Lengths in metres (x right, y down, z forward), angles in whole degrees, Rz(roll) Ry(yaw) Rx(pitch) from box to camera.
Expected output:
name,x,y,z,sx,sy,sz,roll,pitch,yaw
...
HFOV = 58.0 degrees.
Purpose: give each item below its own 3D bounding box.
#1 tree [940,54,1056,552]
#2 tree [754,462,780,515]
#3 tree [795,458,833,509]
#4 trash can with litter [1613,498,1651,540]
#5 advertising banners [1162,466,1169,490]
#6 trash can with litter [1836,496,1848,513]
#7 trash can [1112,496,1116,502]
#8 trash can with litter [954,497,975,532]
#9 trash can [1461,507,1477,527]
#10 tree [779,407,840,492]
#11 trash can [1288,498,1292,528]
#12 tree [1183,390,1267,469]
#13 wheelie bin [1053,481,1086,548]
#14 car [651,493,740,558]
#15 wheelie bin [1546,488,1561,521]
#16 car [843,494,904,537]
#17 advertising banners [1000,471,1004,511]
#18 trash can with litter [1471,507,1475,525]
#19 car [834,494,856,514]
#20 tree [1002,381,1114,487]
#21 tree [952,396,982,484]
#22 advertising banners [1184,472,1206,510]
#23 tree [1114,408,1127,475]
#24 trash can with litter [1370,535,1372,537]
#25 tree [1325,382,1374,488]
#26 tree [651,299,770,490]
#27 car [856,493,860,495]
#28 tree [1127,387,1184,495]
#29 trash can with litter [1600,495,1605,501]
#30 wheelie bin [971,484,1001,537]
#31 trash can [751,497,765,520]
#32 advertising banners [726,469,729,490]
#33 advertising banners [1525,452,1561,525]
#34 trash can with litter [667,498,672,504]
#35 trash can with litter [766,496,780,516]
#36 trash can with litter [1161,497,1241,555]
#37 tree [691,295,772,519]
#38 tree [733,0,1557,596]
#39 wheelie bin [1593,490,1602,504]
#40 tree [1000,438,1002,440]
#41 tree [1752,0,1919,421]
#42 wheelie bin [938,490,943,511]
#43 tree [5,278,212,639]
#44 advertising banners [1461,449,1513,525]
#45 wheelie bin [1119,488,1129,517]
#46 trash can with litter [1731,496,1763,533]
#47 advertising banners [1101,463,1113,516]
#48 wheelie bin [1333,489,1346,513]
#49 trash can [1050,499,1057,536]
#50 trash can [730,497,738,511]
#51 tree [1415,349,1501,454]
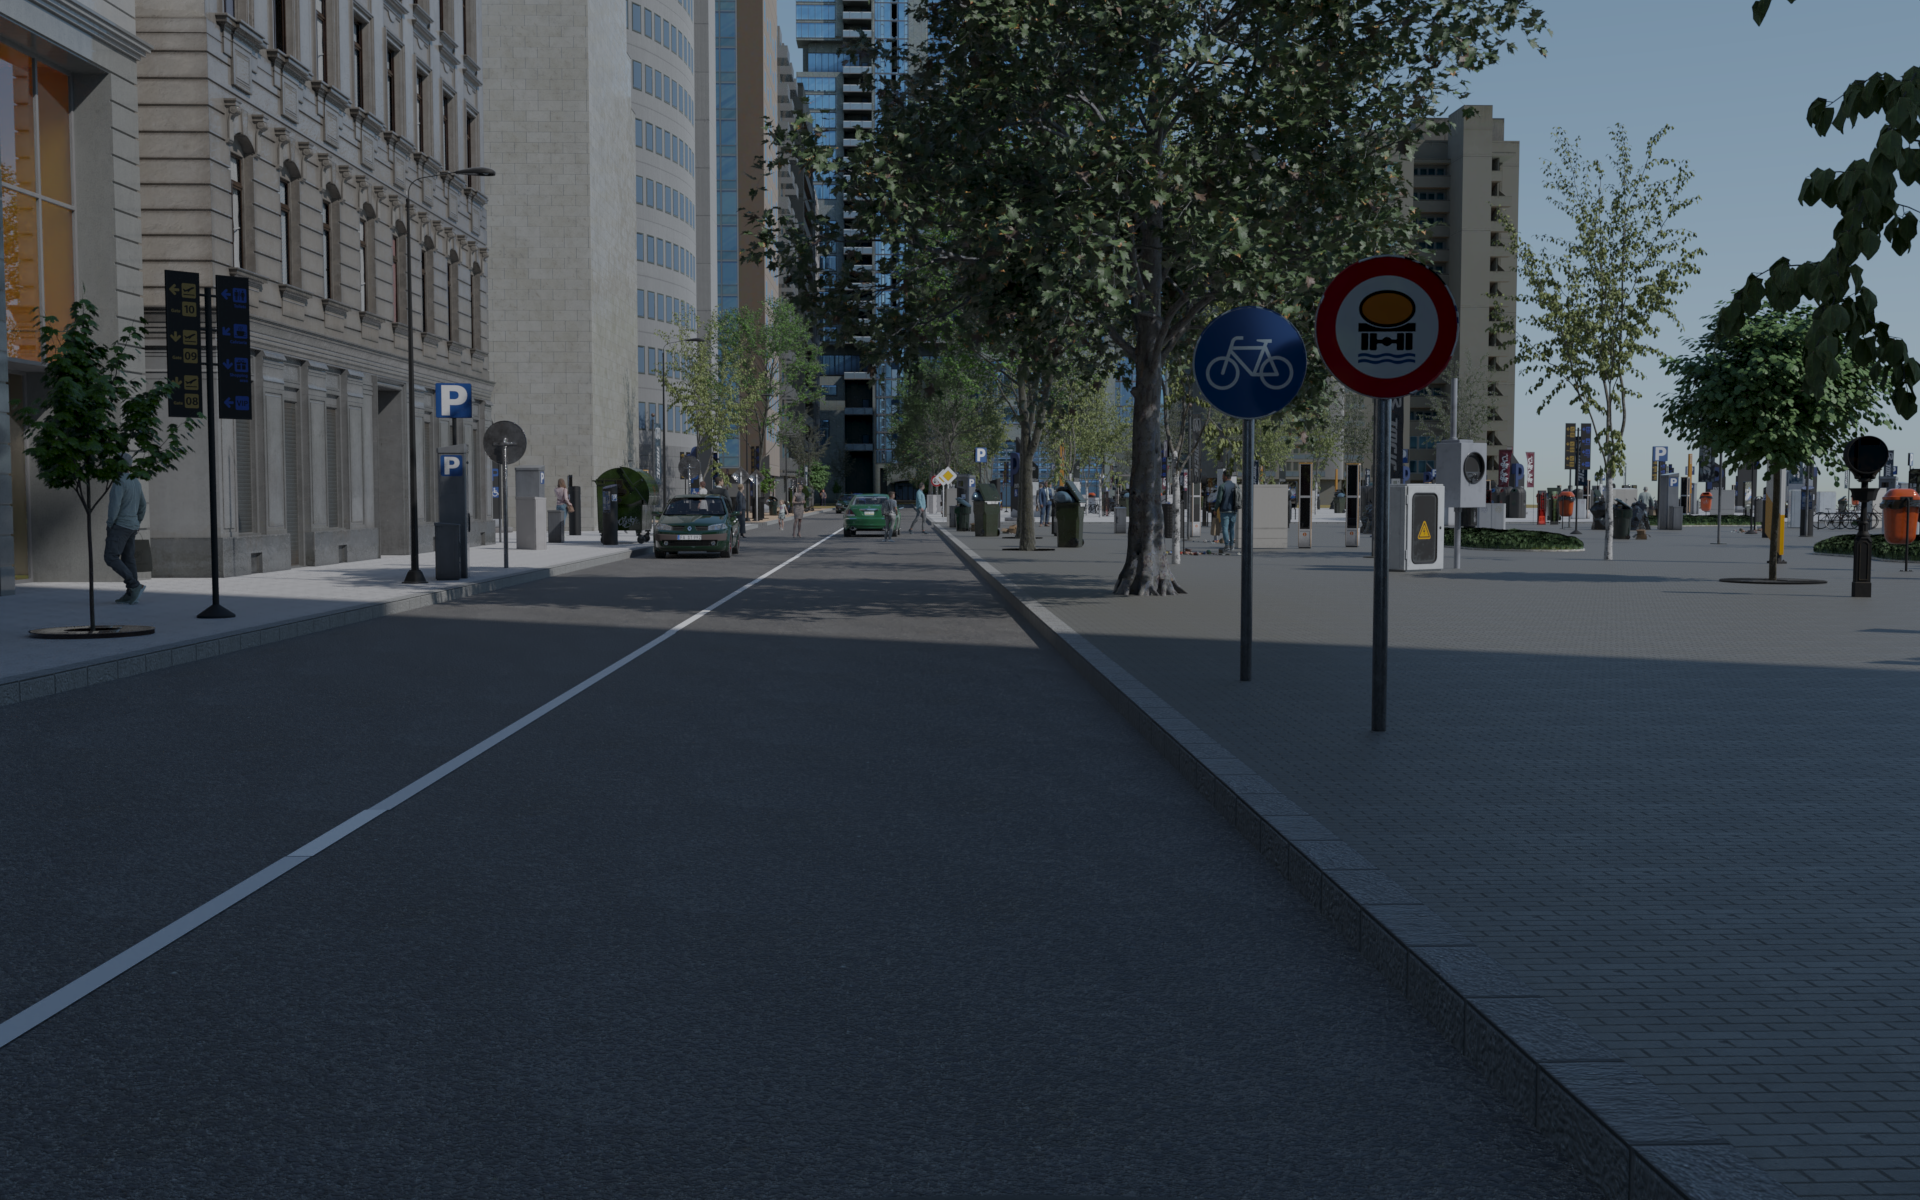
name,x,y,z,sx,sy,sz,roll,pitch,yaw
tree,1.677,-6.929,39.037,9.928,11.665,9.643,0,3,0
tree,-11.698,-6.711,104.329,1.663,3.219,1.824,0,3,0
tree,-12.618,-10.144,149.561,4.285,4.588,4.351,0,3,0
trash can with litter,18.973,-2.301,49.012,1.055,1.170,0.624,1,4,12
advertising banners,11.802,-6.642,104.777,2.074,3.025,0.090,-2,4,-29
trash can with litter,58.261,-6.327,114.833,1.055,1.170,0.624,1,4,14
trash can,12.559,-7.793,139.069,0.748,1.137,0.748,0,3,0
trash can with litter,0.327,-2.931,59.306,1.055,1.170,0.624,2,4,27
trash can,19.624,-3.365,66.679,0.748,1.137,0.748,0,3,0
tree,-12.966,-11.774,142.864,4.360,8.622,3.978,0,3,0
trash can,11.508,-3.084,62.076,0.748,1.137,0.748,0,3,0
tree,16.163,-9.319,102.732,4.360,8.622,3.978,0,3,0
wheelie bin,2.623,-2.062,41.623,0.693,1.594,0.980,1,4,17
car,-6.064,-1.854,40.092,2.009,1.686,4.222,0,4,-3
wheelie bin,28.574,-4.621,83.467,0.980,1.594,0.693,0,4,6
car,-2.995,-2.911,59.385,2.131,1.459,4.920,0,3,0
advertising banners,3.234,-8.488,134.961,0.090,3.025,2.074,-1,4,-10
trash can with litter,20.925,-3.716,72.147,1.055,1.170,0.624,1,4,23
car,-8.176,-7.170,127.023,2.009,1.686,4.222,0,4,0
tree,4.870,-8.287,85.861,4.360,8.622,3.978,0,3,0
tree,1.692,-9.600,107.323,4.737,8.622,4.395,0,3,0
advertising banners,18.776,-8.712,138.631,2.074,3.025,0.090,-1,4,-23
tree,14.402,-11.749,142.458,4.360,8.622,3.978,0,3,0
trash can with litter,12.999,-2.458,51.241,1.678,1.210,2.233,2,4,23
tree,22.384,-9.043,98.220,4.360,8.622,3.978,0,3,0
tree,-9.693,-7.087,66.229,4.737,8.622,4.395,0,3,0
car,-11.340,-11.176,192.317,1.945,1.707,3.694,0,4,-2
tree,13.717,-9.996,113.797,4.360,8.622,3.978,0,3,0
trash can with litter,38.078,-5.594,102.515,1.678,1.210,2.233,1,4,9
wheelie bin,0.764,-2.714,52.277,0.980,1.594,0.693,-3,4,-36
trash can,-9.878,-4.472,84.775,0.748,1.137,0.748,0,3,0
advertising banners,-16.329,-7.573,120.012,0.090,3.025,2.074,-2,4,-24
advertising banners,24.257,-4.643,72.103,2.074,3.025,0.090,-2,4,-28
trash can with litter,-9.245,-2.736,56.121,0.624,1.170,1.055,-1,4,-9
trash can with litter,-10.981,-5.567,102.403,0.624,1.170,1.055,2,4,23
trash can with litter,4.853,-1.560,36.563,2.233,1.210,1.678,1,4,15
tree,-10.355,-10.017,89.538,9.928,11.665,9.643,0,3,0
tree,2.386,-6.411,21.836,9.611,12.733,9.660,0,3,0
wheelie bin,46.780,-7.310,127.433,0.980,1.594,0.693,-2,4,-28
tree,1.674,-11.641,140.700,4.360,8.622,3.978,0,3,0
tree,2.924,-3.283,4.043,4.737,8.622,4.395,0,3,0
wheelie bin,-1.337,-7.509,130.687,0.693,1.594,0.980,-3,5,-44
tree,-7.922,-1.282,15.560,1.663,3.219,1.824,0,3,0
advertising banners,20.650,-4.403,68.170,2.074,3.025,0.090,2,4,27
wheelie bin,9.368,-5.495,97.754,0.693,1.594,0.980,-3,5,-40
trash can with litter,26.630,-2.895,58.398,2.233,1.210,1.678,-3,4,-37
advertising banners,8.460,-6.327,99.626,0.090,3.025,2.074,-1,4,-12
wheelie bin,25.356,-6.593,115.702,0.693,1.594,0.980,-2,4,-30
trash can,3.087,-2.512,52.726,0.748,1.137,0.748,0,3,0
trash can,-12.420,-5.135,95.609,0.748,1.137,0.748,0,3,0
tree,25.021,-8.310,86.236,4.360,8.622,3.978,0,3,0
